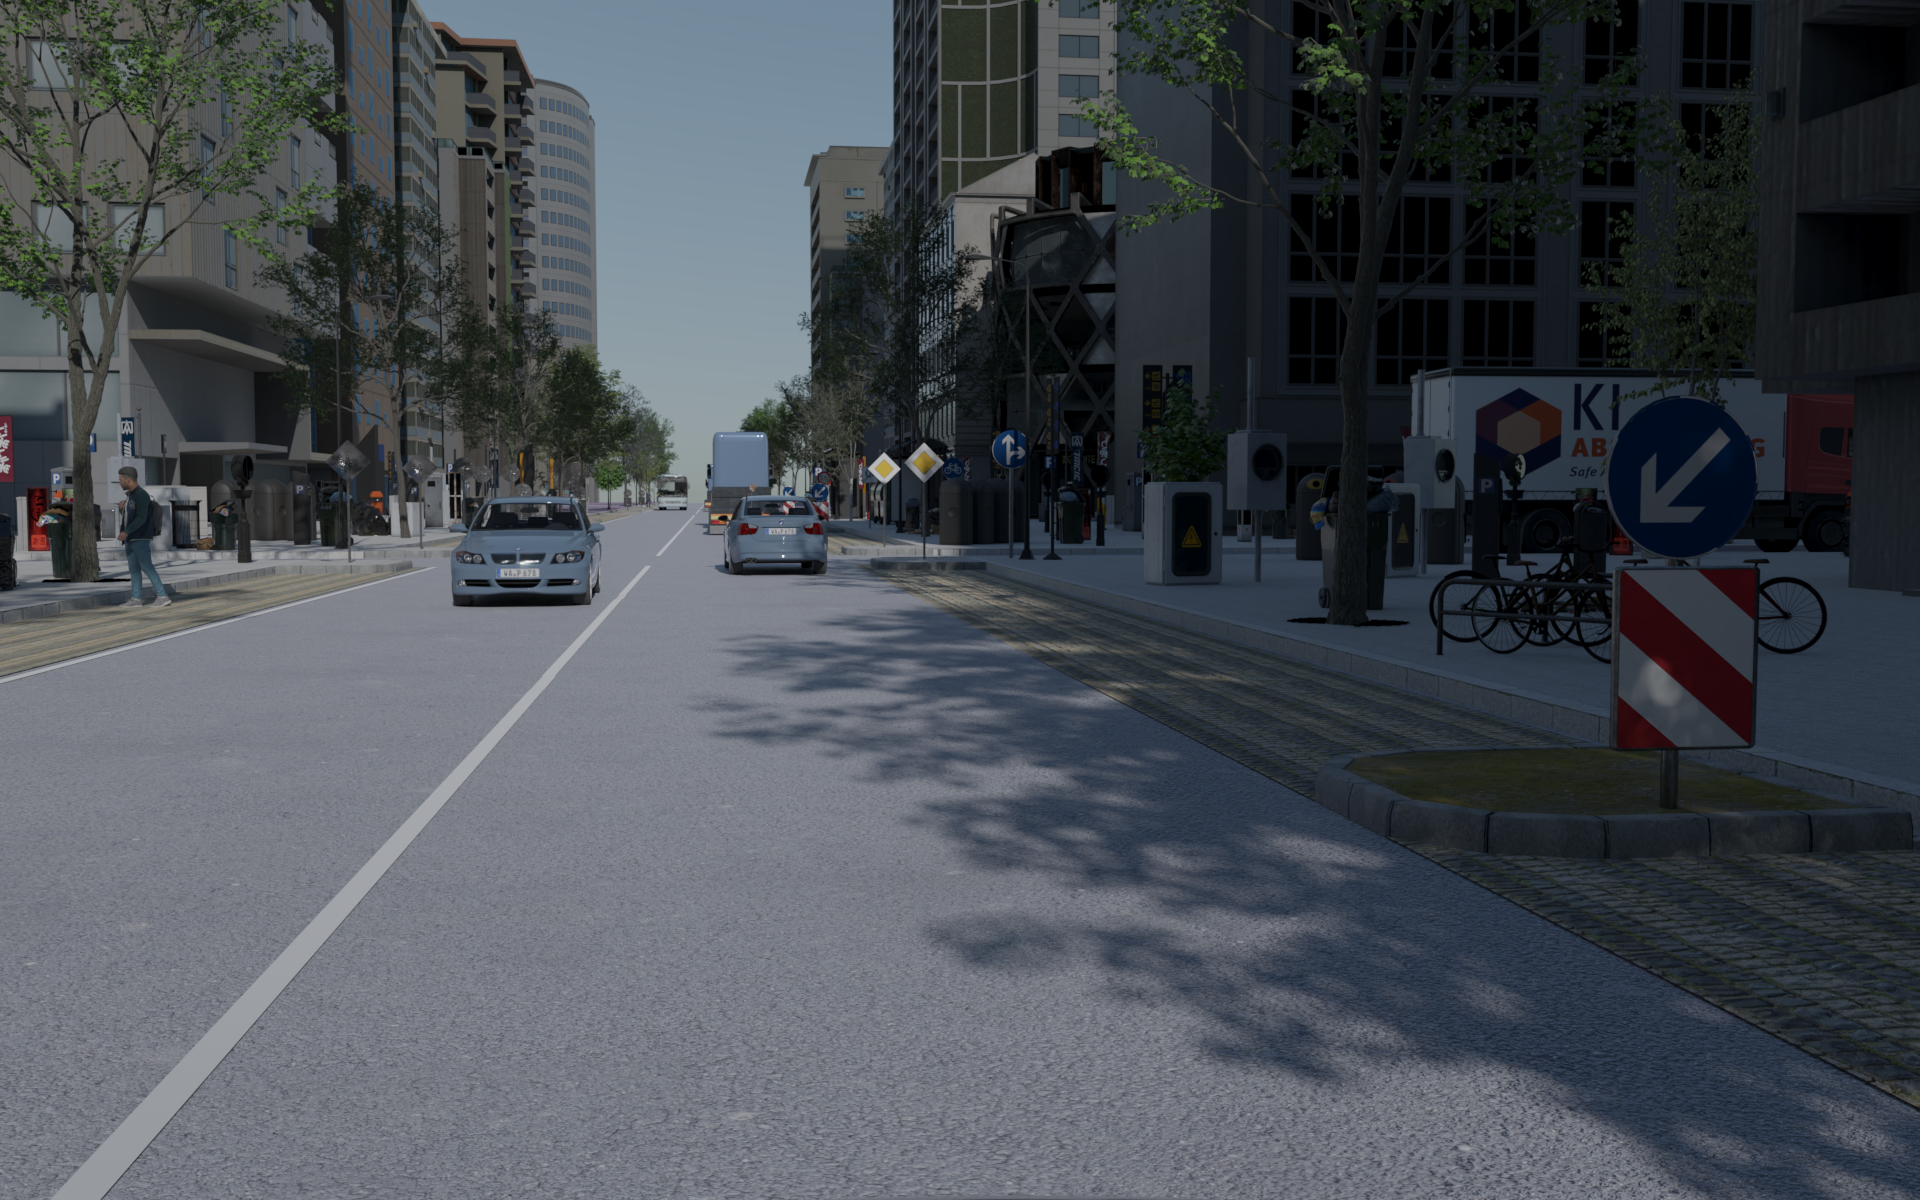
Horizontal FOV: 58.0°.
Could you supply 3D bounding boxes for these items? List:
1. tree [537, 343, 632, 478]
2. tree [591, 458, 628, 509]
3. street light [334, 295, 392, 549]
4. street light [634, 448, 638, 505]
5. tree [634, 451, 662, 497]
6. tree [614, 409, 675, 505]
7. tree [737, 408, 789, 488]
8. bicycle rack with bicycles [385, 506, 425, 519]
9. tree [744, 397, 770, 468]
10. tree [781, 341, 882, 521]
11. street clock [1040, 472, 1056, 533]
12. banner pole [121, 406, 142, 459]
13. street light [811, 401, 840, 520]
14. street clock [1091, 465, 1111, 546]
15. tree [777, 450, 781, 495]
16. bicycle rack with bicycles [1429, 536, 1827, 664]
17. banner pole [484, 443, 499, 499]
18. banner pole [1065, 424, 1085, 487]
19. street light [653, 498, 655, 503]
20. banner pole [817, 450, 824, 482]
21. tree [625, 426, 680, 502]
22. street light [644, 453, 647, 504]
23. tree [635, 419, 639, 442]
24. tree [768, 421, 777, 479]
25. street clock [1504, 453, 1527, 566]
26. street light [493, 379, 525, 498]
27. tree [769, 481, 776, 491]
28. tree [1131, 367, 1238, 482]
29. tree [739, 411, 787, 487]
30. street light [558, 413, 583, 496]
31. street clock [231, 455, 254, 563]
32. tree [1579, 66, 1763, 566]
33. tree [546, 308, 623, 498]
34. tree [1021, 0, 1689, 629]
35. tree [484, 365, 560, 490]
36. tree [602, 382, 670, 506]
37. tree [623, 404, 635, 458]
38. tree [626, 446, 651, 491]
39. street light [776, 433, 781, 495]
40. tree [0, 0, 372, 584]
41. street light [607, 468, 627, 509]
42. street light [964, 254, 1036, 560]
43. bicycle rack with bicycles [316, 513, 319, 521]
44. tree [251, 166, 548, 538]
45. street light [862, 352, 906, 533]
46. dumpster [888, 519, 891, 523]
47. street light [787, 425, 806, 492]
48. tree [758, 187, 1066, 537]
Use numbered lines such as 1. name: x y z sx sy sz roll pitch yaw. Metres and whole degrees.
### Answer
1. tree: -28.395 -12.963 130.066 7.486 12.596 7.792 0 3 0
2. tree: -30.663 -10.255 151.378 4.285 4.588 4.351 0 3 0
3. street light: -13.945 -4.156 40.486 1.470 5.913 1.316 0 4 -8
4. street light: -33.200 -12.392 175.155 1.470 5.913 1.316 0 4 -8
5. tree: -42.892 -17.448 235.641 4.737 8.622 4.395 0 3 0
6. tree: -38.422 -17.300 208.614 9.928 11.665 9.643 0 3 0
7. tree: -26.679 -19.008 228.902 7.486 12.596 7.792 0 3 0
8. bicycle rack with bicycles: -27.923 -4.538 87.584 2.925 0.926 2.852 -1 4 -12
9. tree: -19.062 -15.646 181.561 9.928 11.665 9.643 0 3 0
10. tree: -5.298 -7.989 80.987 4.360 8.622 3.978 0 3 0
11. street clock: 2.926 -3.240 57.538 0.471 2.002 0.358 -2 4 -23
12. banner pole: -23.672 -3.644 49.598 0.863 3.779 0.401 1 4 9
13. street light: -6.714 -6.967 86.455 1.470 5.913 1.316 0 4 -8
14. street clock: 3.470 -2.334 42.728 0.471 2.002 0.358 1 4 15
15. tree: -8.155 -9.493 105.566 4.360 8.622 3.978 0 3 0
16. bicycle rack with bicycles: 5.050 -0.036 13.972 2.852 0.926 2.925 -3 5 -43
17. banner pole: -23.832 -5.993 88.001 0.863 3.779 0.401 -1 4 -9
18. banner pole: 4.023 -4.393 61.845 0.863 3.779 0.401 0 4 4
19. street light: -40.641 -15.584 227.346 1.470 5.913 1.316 0 4 -8
20. banner pole: -7.704 -6.579 97.585 0.401 3.779 0.863 0 4 -2
21. tree: -48.591 -21.610 270.330 9.611 12.733 9.660 0 3 0
22. street light: -36.428 -13.784 197.907 1.470 5.913 1.316 0 4 -8
23. tree: -26.067 -11.412 121.006 8.767 10.594 7.601 1 4 17
24. tree: -18.326 -13.670 173.874 4.360 8.622 3.978 0 3 0
25. street clock: 9.919 -1.615 30.978 0.358 2.002 0.471 3 5 43
26. street light: -18.235 -5.956 69.914 1.470 5.913 1.316 0 4 -8
27. tree: -30.556 -17.329 267.034 4.285 4.588 4.351 0 3 0
28. tree: 3.354 -1.957 26.601 1.663 3.219 1.824 0 3 0
29. tree: -29.738 -21.462 257.551 9.857 13.997 8.962 0 3 0
30. street light: -22.445 -7.756 99.353 1.470 5.913 1.316 0 4 -8
31. street clock: -13.326 -1.690 32.209 0.358 2.002 0.471 0 4 3
32. tree: 13.132 -4.917 30.760 4.737 8.622 4.395 0 3 0
33. tree: -20.890 -8.932 80.453 8.767 10.594 7.601 -1 4 -20
34. tree: 3.935 -5.558 16.630 9.928 11.665 9.643 0 3 0
35. tree: -23.512 -8.815 94.482 4.360 8.622 3.978 0 3 0
36. tree: -36.475 -17.043 189.016 12.009 13.543 11.850 0 3 0
37. tree: -24.597 -10.604 107.788 7.601 10.594 8.767 -1 4 -14
38. tree: -41.485 -16.613 221.983 4.360 8.622 3.978 0 3 0
39. street light: -13.344 -9.799 132.756 1.470 5.913 1.316 0 4 -8
40. tree: -12.628 -6.072 25.026 9.928 11.665 9.643 0 3 0
41. street light: -28.976 -10.570 145.356 1.470 5.913 1.316 0 4 -8
42. street light: 0.776 -3.742 33.720 1.470 5.913 1.316 0 4 -8
43. bicycle rack with bicycles: -24.001 -2.934 61.358 2.852 0.926 2.925 0 4 8
44. tree: -16.476 -7.074 50.066 7.601 10.594 8.767 0 4 -7
45. street light: -2.497 -5.147 56.700 1.470 5.913 1.316 0 4 -8
46. dumpster: -2.825 -4.570 77.219 1.502 2.255 1.985 0 4 -8
47. street light: -10.880 -8.768 115.901 1.470 5.913 1.316 0 4 -8
48. tree: -0.978 -7.195 52.055 8.767 10.594 7.601 0 4 5
